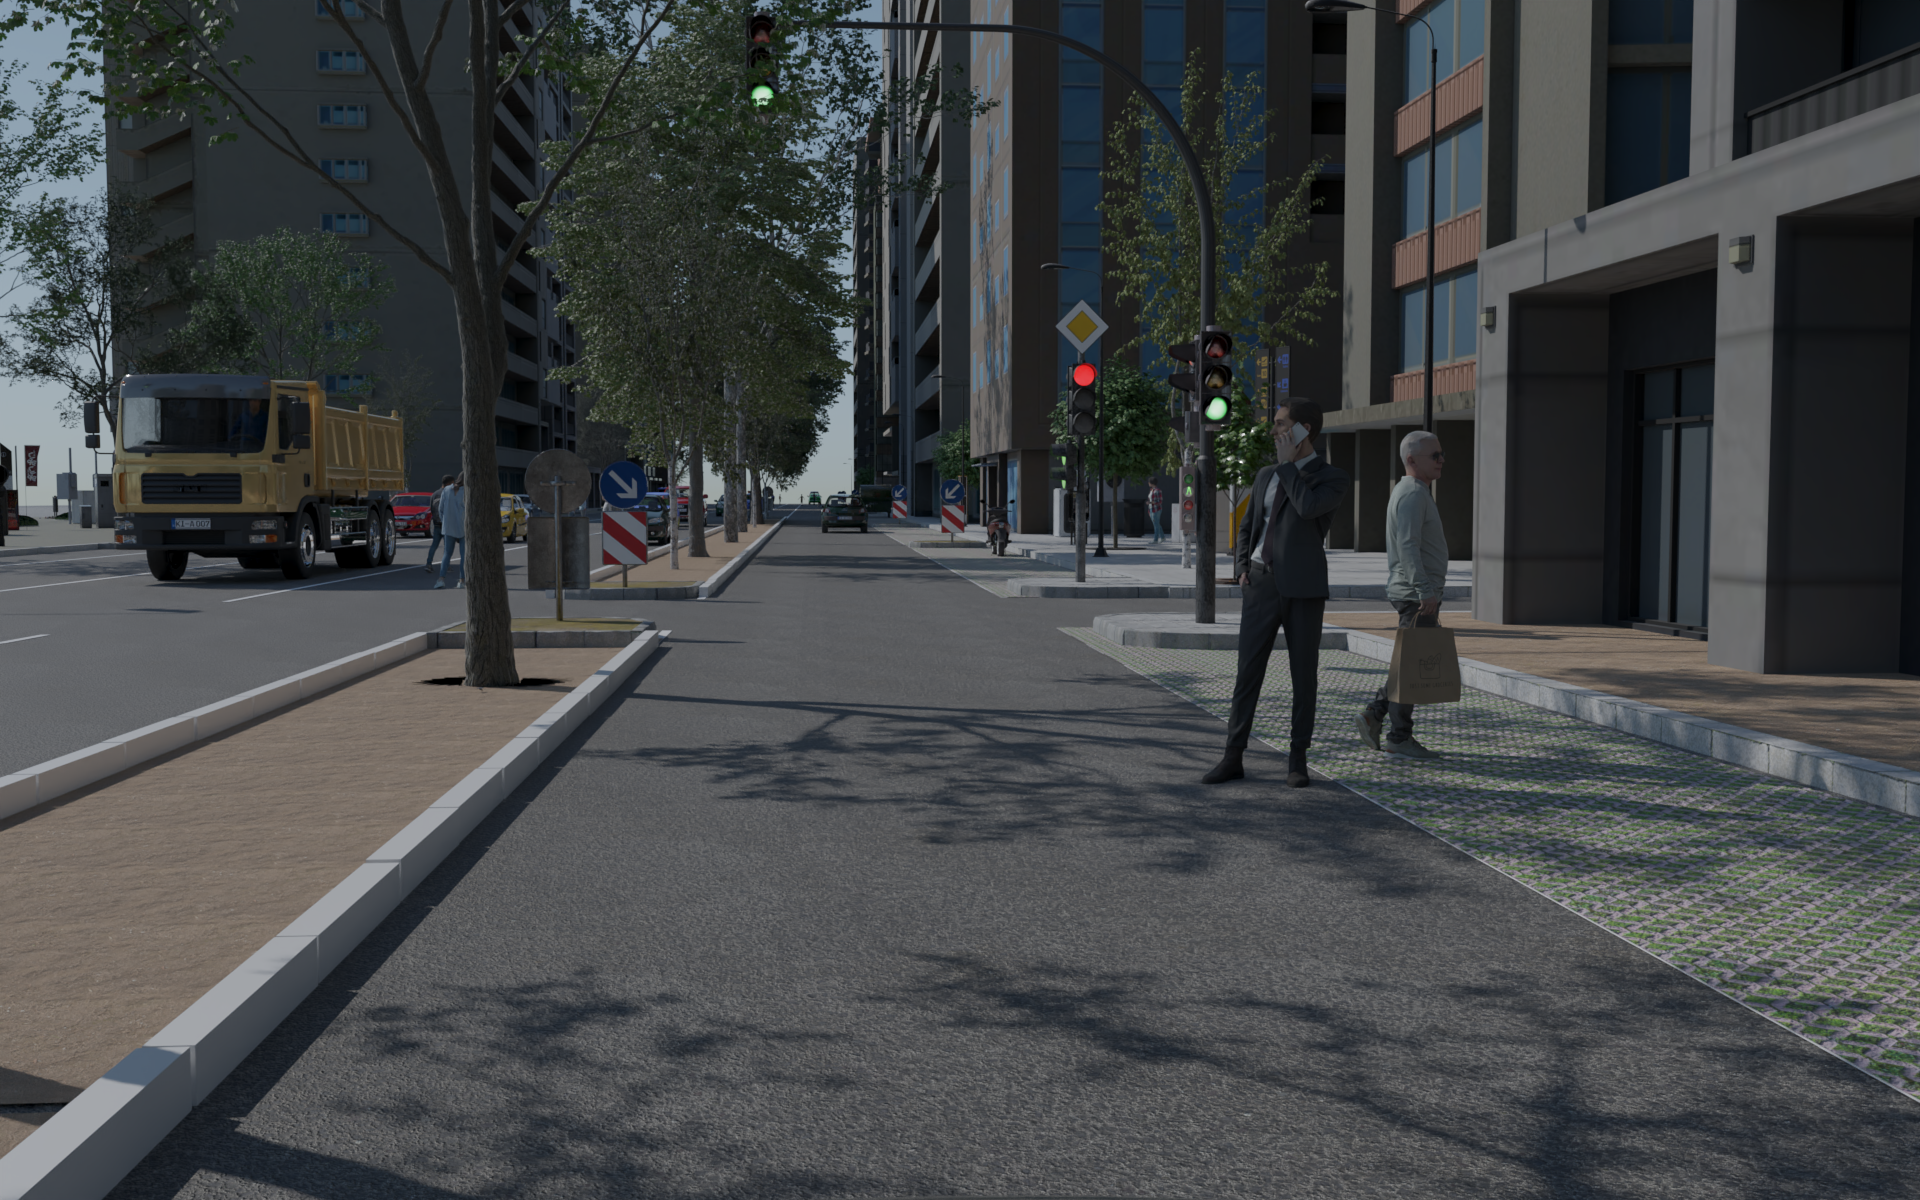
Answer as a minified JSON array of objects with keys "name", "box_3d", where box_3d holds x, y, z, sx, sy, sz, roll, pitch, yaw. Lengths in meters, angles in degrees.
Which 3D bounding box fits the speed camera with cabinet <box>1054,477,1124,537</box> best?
[{"name":"speed camera with cabinet","box_3d":[3.854,-3.509,51.715,2.038,3.252,0.660,-1,4,-15]}]

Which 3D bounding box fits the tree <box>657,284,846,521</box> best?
[{"name":"tree","box_3d":[-10.771,-10.448,90.284,9.611,12.733,9.660,0,3,0]}]

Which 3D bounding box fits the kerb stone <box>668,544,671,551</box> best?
[{"name":"kerb stone","box_3d":[-7.248,-1.253,42.675,0.120,0.150,1.000,0,4,-5]}]

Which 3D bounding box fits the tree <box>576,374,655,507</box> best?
[{"name":"tree","box_3d":[-35.651,-16.138,174.233,12.009,13.543,11.850,0,3,0]}]

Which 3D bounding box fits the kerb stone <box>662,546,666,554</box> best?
[{"name":"kerb stone","box_3d":[-7.071,-1.128,40.639,0.120,0.150,1.000,0,4,-5]}]

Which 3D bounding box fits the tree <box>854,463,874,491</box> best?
[{"name":"tree","box_3d":[-9.605,-12.210,183.345,4.285,4.588,4.351,0,3,0]}]

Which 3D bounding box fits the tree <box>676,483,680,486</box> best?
[{"name":"tree","box_3d":[-41.837,-16.006,256.291,1.663,3.219,1.824,0,3,0]}]

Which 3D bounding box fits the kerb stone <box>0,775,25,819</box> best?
[{"name":"kerb stone","box_3d":[-4.242,0.904,7.419,0.120,0.150,1.000,0,4,-5]}]

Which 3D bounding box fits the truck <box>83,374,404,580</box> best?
[{"name":"truck","box_3d":[-12.385,-2.151,31.087,3.469,3.379,9.791,0,4,-5]}]

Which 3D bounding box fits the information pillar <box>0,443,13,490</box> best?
[{"name":"information pillar","box_3d":[-42.976,-5.303,78.052,0.504,3.616,0.183,-2,4,-34]}]

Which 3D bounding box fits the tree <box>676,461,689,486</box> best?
[{"name":"tree","box_3d":[-41.023,-18.447,251.977,4.737,8.622,4.395,0,3,0]}]

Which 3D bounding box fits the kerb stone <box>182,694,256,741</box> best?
[{"name":"kerb stone","box_3d":[-4.500,0.717,10.481,0.120,0.150,1.000,0,4,-5]}]

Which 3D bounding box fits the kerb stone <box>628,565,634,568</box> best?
[{"name":"kerb stone","box_3d":[-6.463,-0.689,33.495,0.120,0.150,1.000,0,4,-5]}]

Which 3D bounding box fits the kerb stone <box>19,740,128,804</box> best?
[{"name":"kerb stone","box_3d":[-4.329,0.842,8.441,0.120,0.150,1.000,0,4,-5]}]

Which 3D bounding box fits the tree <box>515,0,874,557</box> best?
[{"name":"tree","box_3d":[-5.806,-7.207,38.422,7.486,12.596,7.792,0,3,0]}]

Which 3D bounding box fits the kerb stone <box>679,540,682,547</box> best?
[{"name":"kerb stone","box_3d":[-7.509,-1.440,45.749,0.120,0.150,1.000,0,4,-5]}]

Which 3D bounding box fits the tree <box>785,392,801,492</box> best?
[{"name":"tree","box_3d":[-8.676,-7.350,72.994,4.360,8.622,3.978,0,3,0]}]

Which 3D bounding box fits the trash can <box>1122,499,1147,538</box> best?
[{"name":"trash can","box_3d":[5.111,-2.395,50.810,0.748,1.137,0.748,0,3,0]}]

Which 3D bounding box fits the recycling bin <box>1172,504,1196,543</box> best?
[{"name":"recycling bin","box_3d":[6.033,-2.005,45.338,0.722,1.027,0.722,-2,4,-31]}]

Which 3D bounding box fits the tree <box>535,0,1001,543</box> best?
[{"name":"tree","box_3d":[-5.447,-11.695,49.565,12.611,20.169,13.585,0,3,0]}]

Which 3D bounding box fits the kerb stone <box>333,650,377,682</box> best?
[{"name":"kerb stone","box_3d":[-4.764,0.530,13.536,0.120,0.150,1.000,0,4,-5]}]

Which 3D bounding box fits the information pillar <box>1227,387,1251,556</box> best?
[{"name":"information pillar","box_3d":[5.807,-2.727,35.946,0.504,3.616,0.183,-2,4,-29]}]

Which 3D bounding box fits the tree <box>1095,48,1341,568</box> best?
[{"name":"tree","box_3d":[4.128,-4.856,29.759,4.737,8.622,4.395,0,3,0]}]

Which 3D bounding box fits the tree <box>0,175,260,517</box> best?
[{"name":"tree","box_3d":[-24.171,-7.074,50.065,8.767,10.594,7.601,0,4,1]}]

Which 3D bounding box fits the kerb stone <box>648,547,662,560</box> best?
[{"name":"kerb stone","box_3d":[-6.981,-1.065,39.614,0.120,0.150,1.000,0,4,-5]}]

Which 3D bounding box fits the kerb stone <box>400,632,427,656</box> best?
[{"name":"kerb stone","box_3d":[-4.934,0.404,15.584,0.120,0.150,1.000,0,4,-5]}]

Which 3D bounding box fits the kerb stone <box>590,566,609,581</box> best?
[{"name":"kerb stone","box_3d":[-6.125,-0.442,29.415,0.120,0.150,1.000,0,4,-5]}]

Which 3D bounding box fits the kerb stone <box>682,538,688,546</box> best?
[{"name":"kerb stone","box_3d":[-7.681,-1.566,47.793,0.120,0.150,1.000,0,4,-5]}]

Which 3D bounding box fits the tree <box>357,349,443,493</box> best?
[{"name":"tree","box_3d":[-28.030,-8.350,86.884,4.360,8.622,3.978,0,3,0]}]

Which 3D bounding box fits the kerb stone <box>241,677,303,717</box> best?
[{"name":"kerb stone","box_3d":[-4.591,0.654,11.499,0.120,0.150,1.000,0,4,-5]}]

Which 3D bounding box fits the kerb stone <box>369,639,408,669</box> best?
[{"name":"kerb stone","box_3d":[-4.846,0.471,14.562,0.120,0.150,1.000,0,4,-5]}]

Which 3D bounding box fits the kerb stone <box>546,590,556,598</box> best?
[{"name":"kerb stone","box_3d":[-5.679,-0.127,24.306,0.120,0.150,1.000,0,4,-5]}]

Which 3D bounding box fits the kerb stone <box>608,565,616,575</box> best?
[{"name":"kerb stone","box_3d":[-6.210,-0.504,30.434,0.120,0.150,1.000,0,4,-5]}]

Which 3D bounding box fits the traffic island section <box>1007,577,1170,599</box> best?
[{"name":"traffic island section","box_3d":[1.776,-0.180,25.217,2.009,0.180,2.903,0,4,-5]}]

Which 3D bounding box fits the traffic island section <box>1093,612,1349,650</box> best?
[{"name":"traffic island section","box_3d":[2.455,0.307,17.261,2.009,0.180,2.903,0,4,-5]}]

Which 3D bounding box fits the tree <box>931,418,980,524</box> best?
[{"name":"tree","box_3d":[0.401,-5.565,74.695,4.285,4.588,4.351,0,3,0]}]

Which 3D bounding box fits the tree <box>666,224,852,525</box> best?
[{"name":"tree","box_3d":[-9.462,-10.483,80.505,9.857,13.997,8.962,0,3,0]}]

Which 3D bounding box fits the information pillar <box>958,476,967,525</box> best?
[{"name":"information pillar","box_3d":[0.110,-3.987,69.682,0.304,2.012,0.304,-1,4,-12]}]

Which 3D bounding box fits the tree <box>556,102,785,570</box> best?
[{"name":"tree","box_3d":[-5.357,-4.857,32.226,4.360,8.622,3.978,0,3,0]}]

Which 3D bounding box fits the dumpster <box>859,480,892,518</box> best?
[{"name":"dumpster","box_3d":[-5.096,-6.102,104.726,1.985,2.255,1.502,0,4,-6]}]

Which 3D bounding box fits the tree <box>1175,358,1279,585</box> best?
[{"name":"tree","box_3d":[3.962,-1.842,24.714,1.663,3.219,1.824,0,3,0]}]

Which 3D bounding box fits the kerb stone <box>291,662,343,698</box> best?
[{"name":"kerb stone","box_3d":[-4.674,0.592,12.518,0.120,0.150,1.000,0,4,-5]}]

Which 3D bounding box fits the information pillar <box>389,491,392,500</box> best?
[{"name":"information pillar","box_3d":[-26.424,-4.666,80.786,0.304,2.012,0.304,-2,4,-28]}]

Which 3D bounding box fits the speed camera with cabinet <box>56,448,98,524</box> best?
[{"name":"speed camera with cabinet","box_3d":[-38.069,-4.908,74.584,0.660,3.252,2.038,0,4,3]}]

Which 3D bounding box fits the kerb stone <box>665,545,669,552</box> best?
[{"name":"kerb stone","box_3d":[-7.166,-1.190,41.657,0.120,0.150,1.000,0,4,-5]}]

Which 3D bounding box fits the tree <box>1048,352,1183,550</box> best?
[{"name":"tree","box_3d":[3.696,-3.447,40.078,4.285,4.588,4.351,0,3,0]}]

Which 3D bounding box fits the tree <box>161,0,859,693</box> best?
[{"name":"tree","box_3d":[-3.633,-5.169,12.725,9.928,11.665,9.643,0,3,0]}]

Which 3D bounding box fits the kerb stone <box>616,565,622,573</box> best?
[{"name":"kerb stone","box_3d":[-6.295,-0.566,31.455,0.120,0.150,1.000,0,4,-5]}]

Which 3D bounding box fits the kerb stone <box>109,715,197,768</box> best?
[{"name":"kerb stone","box_3d":[-4.422,0.779,9.461,0.120,0.150,1.000,0,4,-5]}]
